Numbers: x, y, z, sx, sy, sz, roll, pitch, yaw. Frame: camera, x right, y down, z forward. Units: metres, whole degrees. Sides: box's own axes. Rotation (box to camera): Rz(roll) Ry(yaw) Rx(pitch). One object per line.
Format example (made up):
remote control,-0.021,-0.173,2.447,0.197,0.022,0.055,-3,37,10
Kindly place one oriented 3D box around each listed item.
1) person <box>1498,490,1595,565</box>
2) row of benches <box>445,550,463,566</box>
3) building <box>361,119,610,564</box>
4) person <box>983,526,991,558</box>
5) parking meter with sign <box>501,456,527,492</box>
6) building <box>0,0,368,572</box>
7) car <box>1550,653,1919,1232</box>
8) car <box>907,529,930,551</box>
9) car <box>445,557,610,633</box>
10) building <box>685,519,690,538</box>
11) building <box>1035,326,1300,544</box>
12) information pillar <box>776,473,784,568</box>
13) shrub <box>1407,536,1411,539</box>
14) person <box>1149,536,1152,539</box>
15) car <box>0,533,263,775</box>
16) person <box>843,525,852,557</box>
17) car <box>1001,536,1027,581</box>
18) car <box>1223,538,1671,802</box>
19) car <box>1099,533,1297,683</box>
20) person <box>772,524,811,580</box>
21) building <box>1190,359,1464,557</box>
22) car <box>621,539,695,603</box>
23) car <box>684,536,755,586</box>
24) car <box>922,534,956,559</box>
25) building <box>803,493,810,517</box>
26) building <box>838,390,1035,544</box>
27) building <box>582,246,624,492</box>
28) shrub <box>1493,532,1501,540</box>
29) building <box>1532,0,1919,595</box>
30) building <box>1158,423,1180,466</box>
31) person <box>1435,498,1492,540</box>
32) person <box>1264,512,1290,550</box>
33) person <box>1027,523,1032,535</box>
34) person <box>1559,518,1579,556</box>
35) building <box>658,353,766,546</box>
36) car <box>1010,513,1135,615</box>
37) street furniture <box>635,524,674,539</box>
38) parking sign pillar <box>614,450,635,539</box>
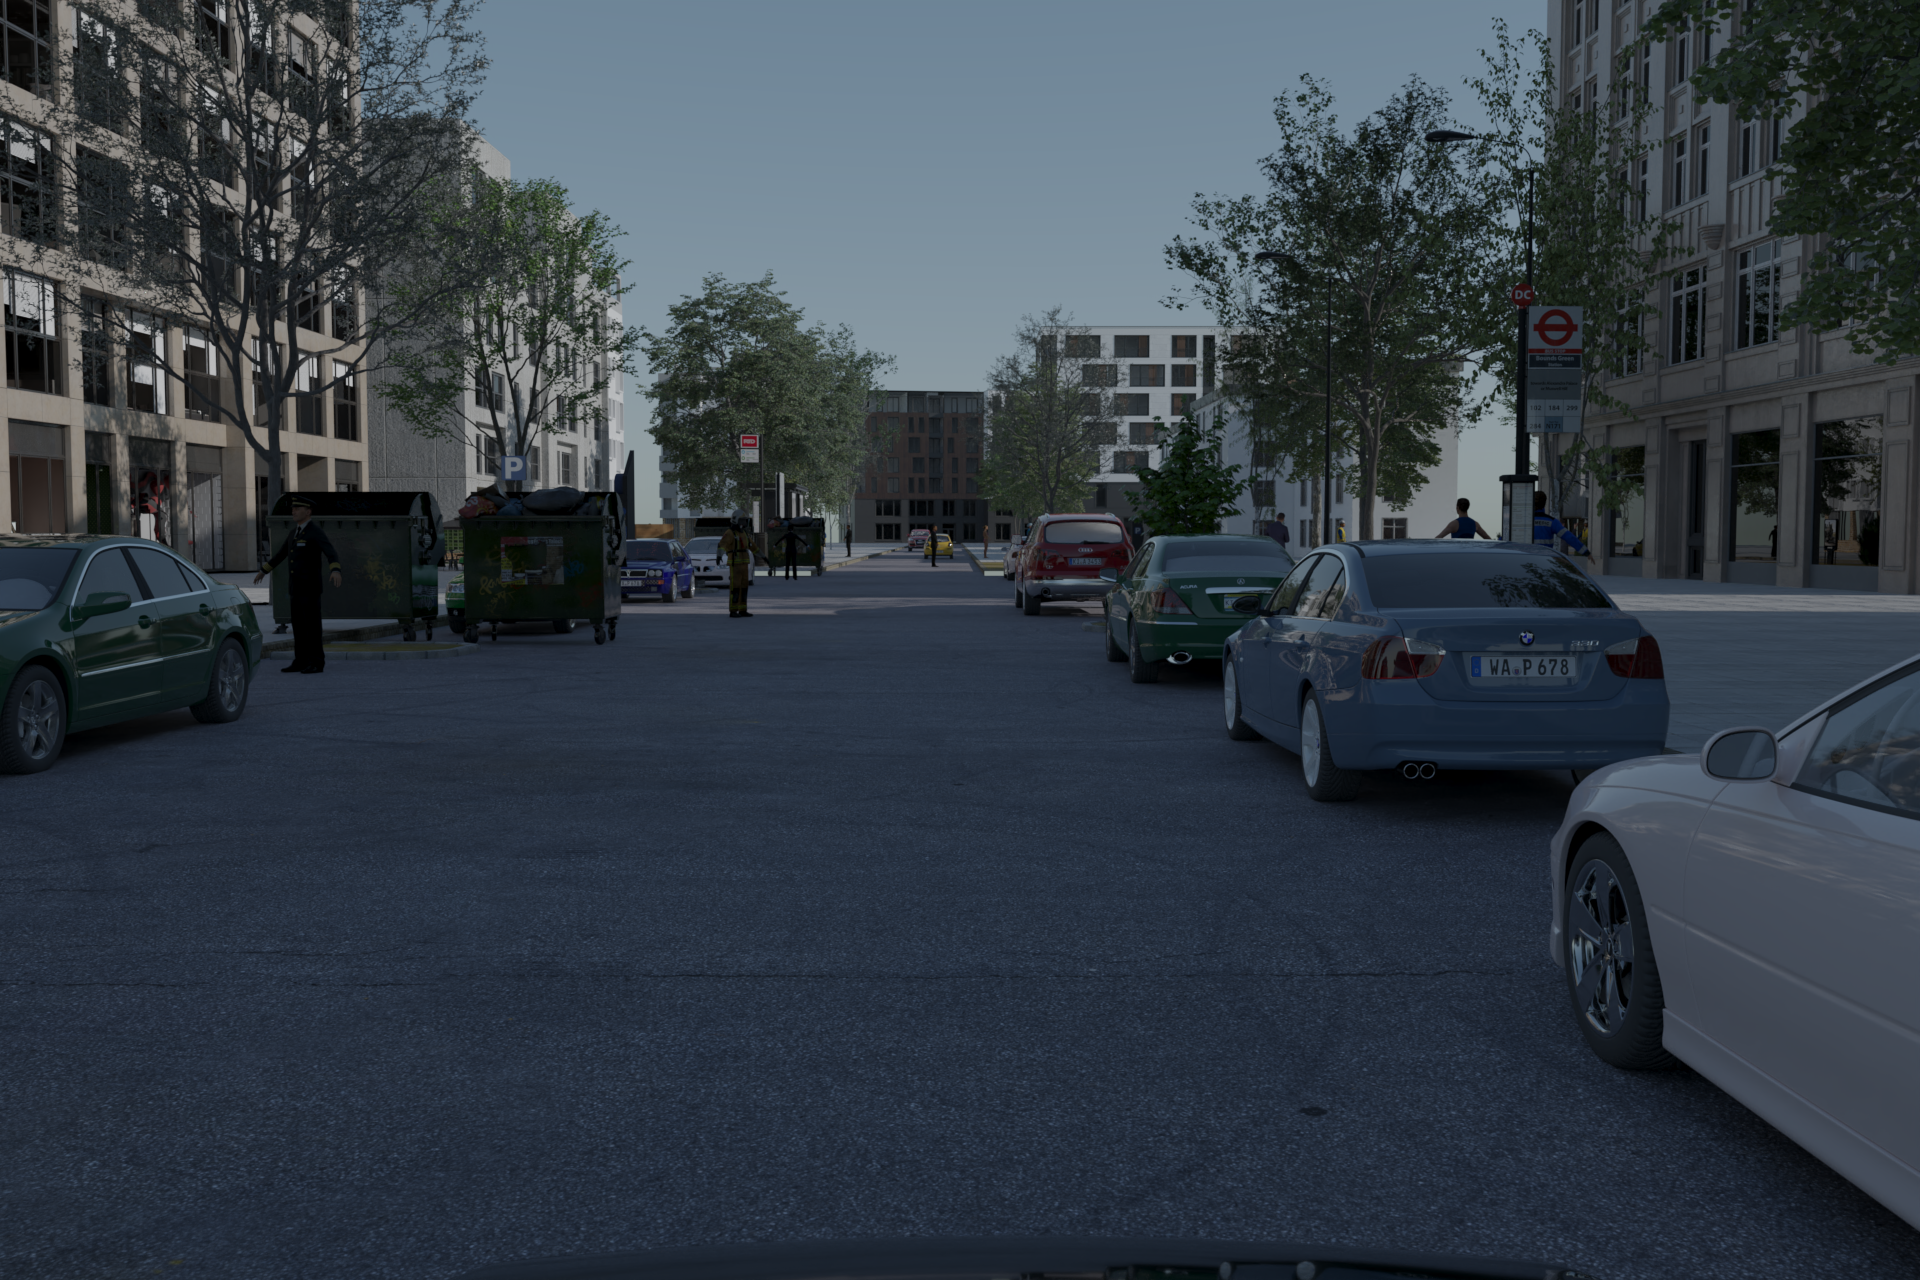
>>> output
person,7.285,-0.970,21.828,1.345,1.831,0.704,2,4,31
row of benches,-19.539,-3.334,69.978,1.422,0.672,4.104,3,4,38
building,-29.673,-13.654,89.697,16.747,18.905,31.486,0,4,0
person,1.452,-5.218,92.116,0.721,1.733,1.217,-1,4,-13
parking meter with sign,-9.922,-2.641,39.437,0.543,3.016,1.738,0,4,0
building,-32.681,-15.106,50.189,19.350,26.588,34.151,0,4,0
car,2.650,0.559,3.230,2.083,1.381,4.827,0,3,0
car,-3.287,-8.286,144.151,2.281,1.827,5.304,0,4,-1
car,-6.479,-1.077,26.413,1.959,1.807,4.718,0,4,0
building,-27.252,-20.896,198.072,16.016,20.090,11.380,0,4,1
building,21.928,-20.951,186.525,27.936,21.610,32.646,0,4,0
information pillar,-6.932,-4.615,66.767,0.184,3.620,1.656,0,4,-1
shrub,16.724,-3.259,64.403,1.383,1.207,1.383,0,3,0
person,4.491,-1.934,38.400,0.721,1.737,1.214,2,4,30
car,-6.432,-0.001,11.820,2.131,1.459,4.920,0,4,0
person,-6.243,-5.532,96.675,0.704,1.802,1.346,1,4,11
car,2.354,-2.589,54.697,2.083,1.381,4.827,0,4,-1
car,2.740,0.088,10.564,2.014,1.417,4.499,0,4,0
car,2.559,-0.382,18.049,2.131,1.459,4.920,0,4,0
person,-5.245,-2.735,53.894,1.216,1.740,0.721,0,4,6
building,19.412,-9.476,97.079,9.099,9.664,28.070,0,4,-1
car,-6.799,-1.513,37.325,1.945,1.354,3.894,0,4,0
car,-6.657,-2.114,46.921,2.083,1.381,4.827,0,4,0
car,-1.231,-5.532,100.666,2.015,1.641,3.980,0,4,0
building,-24.012,-17.372,226.176,9.099,9.664,28.070,0,4,-1
building,-0.582,-25.076,256.419,32.646,21.610,27.936,-1,4,-10
building,-29.289,-15.693,113.005,16.016,20.090,11.380,0,4,-1
shrub,20.138,-3.573,62.837,1.690,2.028,1.600,0,3,0
building,24.445,-14.396,47.395,10.469,25.551,25.511,0,4,0
building,21.028,-11.493,130.057,9.099,9.664,28.070,0,4,0
person,7.288,-1.164,25.206,1.345,1.807,0.704,-1,4,-17
person,7.132,-1.998,39.152,0.683,1.767,0.568,1,4,22
person,3.470,-4.827,85.041,0.704,1.817,1.347,0,4,7
person,16.818,-2.518,48.015,0.742,1.727,0.445,3,5,41
building,-25.436,-19.885,181.544,16.016,20.090,11.380,0,4,0
car,2.100,-1.430,32.060,2.281,1.827,5.304,0,4,-1
street furniture,-15.739,-4.411,78.967,9.812,1.723,11.010,-3,5,-40
parking sign pillar,-10.647,-4.070,55.016,1.447,3.967,1.447,0,4,0
